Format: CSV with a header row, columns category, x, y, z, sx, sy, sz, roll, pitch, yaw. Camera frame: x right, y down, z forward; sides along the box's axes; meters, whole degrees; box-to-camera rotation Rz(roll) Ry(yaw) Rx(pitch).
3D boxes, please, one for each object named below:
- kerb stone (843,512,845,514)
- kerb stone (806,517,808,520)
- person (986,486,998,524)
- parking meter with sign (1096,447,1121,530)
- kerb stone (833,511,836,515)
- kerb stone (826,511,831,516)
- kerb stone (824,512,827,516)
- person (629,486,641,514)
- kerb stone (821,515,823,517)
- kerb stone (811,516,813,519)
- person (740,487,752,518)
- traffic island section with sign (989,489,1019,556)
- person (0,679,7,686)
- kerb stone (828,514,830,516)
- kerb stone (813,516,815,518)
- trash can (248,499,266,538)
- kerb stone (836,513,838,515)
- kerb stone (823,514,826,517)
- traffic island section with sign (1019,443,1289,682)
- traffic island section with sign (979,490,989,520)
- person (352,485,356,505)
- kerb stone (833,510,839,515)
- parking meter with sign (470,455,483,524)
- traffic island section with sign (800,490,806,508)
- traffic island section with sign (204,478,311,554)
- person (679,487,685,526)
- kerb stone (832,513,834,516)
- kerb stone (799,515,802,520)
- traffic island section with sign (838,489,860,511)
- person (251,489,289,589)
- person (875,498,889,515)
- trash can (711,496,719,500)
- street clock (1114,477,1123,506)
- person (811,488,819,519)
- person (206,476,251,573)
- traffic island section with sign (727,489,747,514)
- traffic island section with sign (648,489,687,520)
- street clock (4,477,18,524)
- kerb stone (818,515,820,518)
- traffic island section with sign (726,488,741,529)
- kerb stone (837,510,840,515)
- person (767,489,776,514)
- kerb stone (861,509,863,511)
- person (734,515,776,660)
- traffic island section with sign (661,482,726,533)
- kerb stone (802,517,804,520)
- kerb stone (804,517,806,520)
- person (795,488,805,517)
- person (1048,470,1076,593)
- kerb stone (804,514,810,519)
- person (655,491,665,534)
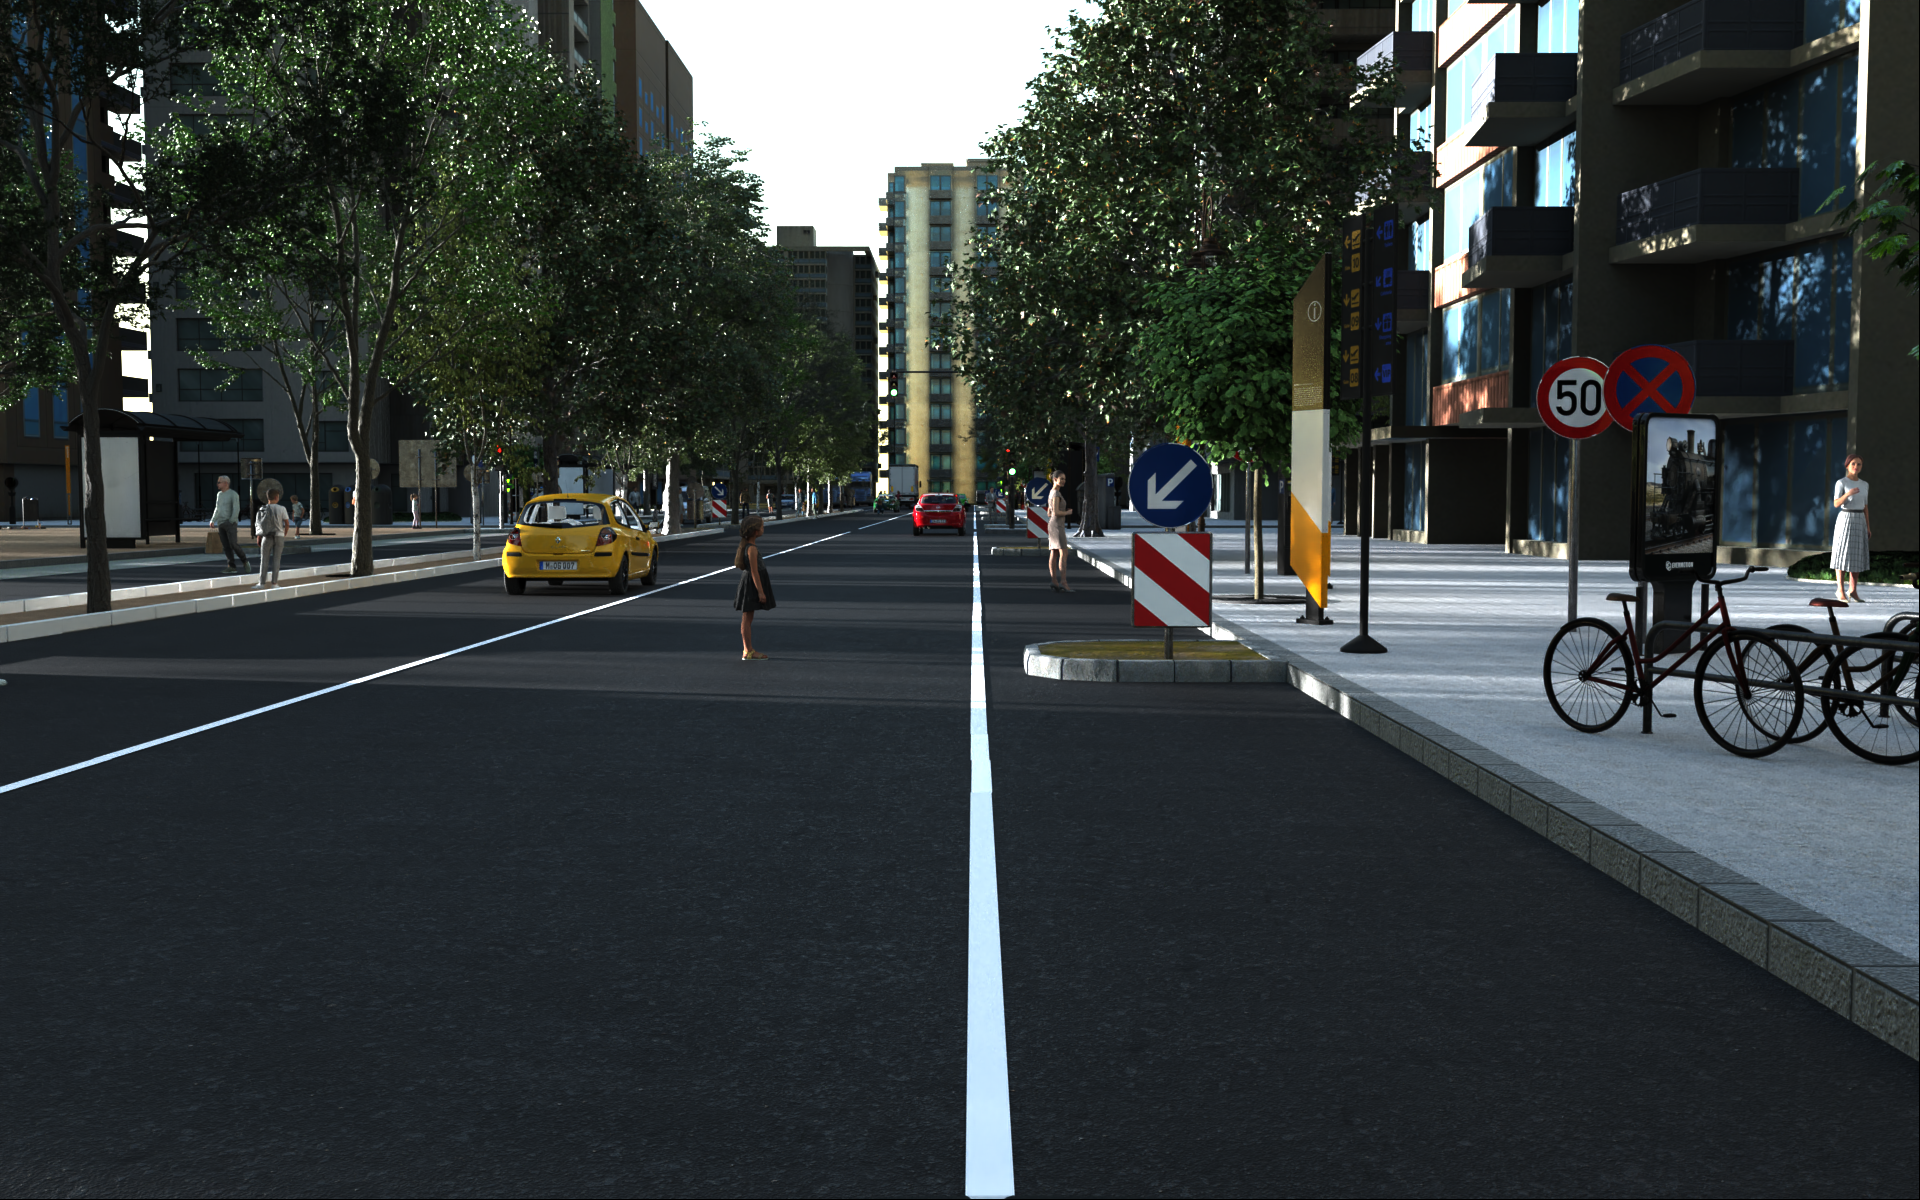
category,x,y,z,sx,sy,sz,roll,pitch,yaw
kerb stone,-8.426,-6.127,122.408,0.120,0.150,1.000,0,4,0
kerb stone,-8.650,-4.500,95.764,0.120,0.150,1.000,0,4,0
person,1.580,-4.565,83.342,0.606,1.804,0.583,-2,4,-35
parking meter with sign,5.268,-4.082,63.006,0.543,3.016,1.738,-2,4,-28
kerb stone,-8.490,-5.690,115.223,0.120,0.150,1.000,0,4,0
kerb stone,-8.522,-5.439,111.124,0.120,0.150,1.000,0,4,0
kerb stone,-8.553,-5.251,108.054,0.120,0.150,1.000,0,4,0
person,-16.991,-5.024,90.486,0.661,1.843,0.795,-2,4,-24
kerb stone,-8.573,-5.061,104.988,0.120,0.150,1.000,0,4,0
kerb stone,-8.621,-4.688,98.845,0.120,0.150,1.000,0,4,0
person,-12.725,-5.790,103.071,0.656,1.842,0.836,-2,4,-32
traffic island section with sign,1.753,-1.986,41.097,1.989,1.847,2.006,0,4,0
person,-7.503,-0.217,12.804,0.760,1.731,0.466,-2,4,-24
kerb stone,-8.539,-5.368,110.102,0.120,0.150,1.000,0,4,0
kerb stone,-8.613,-4.751,99.872,0.120,0.150,1.000,0,4,0
trash can,-20.652,-2.419,51.199,0.748,1.137,0.748,0,3,0
kerb stone,-8.481,-5.753,116.253,0.120,0.150,1.000,0,4,0
kerb stone,-8.559,-5.188,107.032,0.120,0.150,1.000,0,4,0
traffic island section with sign,1.527,-0.337,14.142,1.989,1.847,2.006,0,4,0
traffic island section with sign,2.203,-5.398,96.885,1.989,1.847,2.006,0,4,0
person,-20.408,-3.167,58.825,0.512,1.701,0.522,2,4,23
kerb stone,-8.473,-5.815,117.276,0.120,0.150,1.000,0,4,0
parking meter with sign,-21.304,-4.889,76.203,0.543,3.016,1.738,-1,4,-12
traffic island section with sign,-15.772,-10.115,174.001,1.989,1.847,2.006,0,4,0
traffic island section with sign,-16.874,-2.034,41.878,1.989,1.847,2.006,0,4,0
person,-12.526,-4.164,77.331,0.466,1.731,0.760,0,4,7
kerb stone,-8.514,-5.562,113.173,0.120,0.150,1.000,0,4,0
kerb stone,-8.680,-4.311,92.693,0.120,0.150,1.000,0,4,0
traffic island section with sign,-9.273,-8.492,146.982,2.006,1.907,1.989,0,4,0
person,-10.370,-0.913,26.015,0.523,1.515,0.503,3,5,39
person,-5.311,-6.330,117.501,1.012,1.151,0.738,0,4,-3
trash can,-18.251,-7.167,128.837,0.748,1.137,0.748,0,3,0
street clock,6.513,-4.100,71.612,0.358,2.002,0.471,2,4,34
person,-8.220,-5.476,98.379,0.444,1.785,0.601,0,4,4
person,-13.339,-1.377,31.495,0.782,1.767,0.515,2,4,29
traffic island section with sign,-16.181,-7.074,124.287,1.989,1.847,2.006,0,4,0
traffic island section with sign,-16.400,-5.425,97.333,1.989,1.847,2.006,0,4,0
street clock,-40.286,-4.222,73.600,0.471,2.002,0.358,0,4,-5
kerb stone,-8.595,-4.939,102.942,0.120,0.150,1.000,0,4,0
traffic island section with sign,-9.884,-3.897,71.846,2.006,1.907,1.989,0,4,0
kerb stone,-8.475,-5.878,118.302,0.120,0.150,1.000,0,4,0
person,-13.798,-7.208,126.714,0.716,1.782,0.532,-1,4,-14
kerb stone,-8.271,-7.320,141.882,0.120,0.150,1.000,0,4,0
person,-1.782,-0.116,15.059,0.373,1.253,0.362,-1,4,-9
traffic island section with sign,-9.955,-3.444,64.439,2.006,1.907,1.989,0,4,0
kerb stone,-8.671,-4.374,93.715,0.120,0.150,1.000,0,4,0
kerb stone,-8.663,-4.437,94.738,0.120,0.150,1.000,0,4,0
person,-9.785,-6.000,106.586,0.794,1.824,0.713,1,4,20
person,1.475,-1.010,25.360,0.374,1.781,0.599,0,4,-7
kerb stone,-8.639,-4.563,96.798,0.120,0.150,1.000,0,4,0
person,-10.424,-3.243,61.367,0.795,1.843,0.661,-1,4,-22
